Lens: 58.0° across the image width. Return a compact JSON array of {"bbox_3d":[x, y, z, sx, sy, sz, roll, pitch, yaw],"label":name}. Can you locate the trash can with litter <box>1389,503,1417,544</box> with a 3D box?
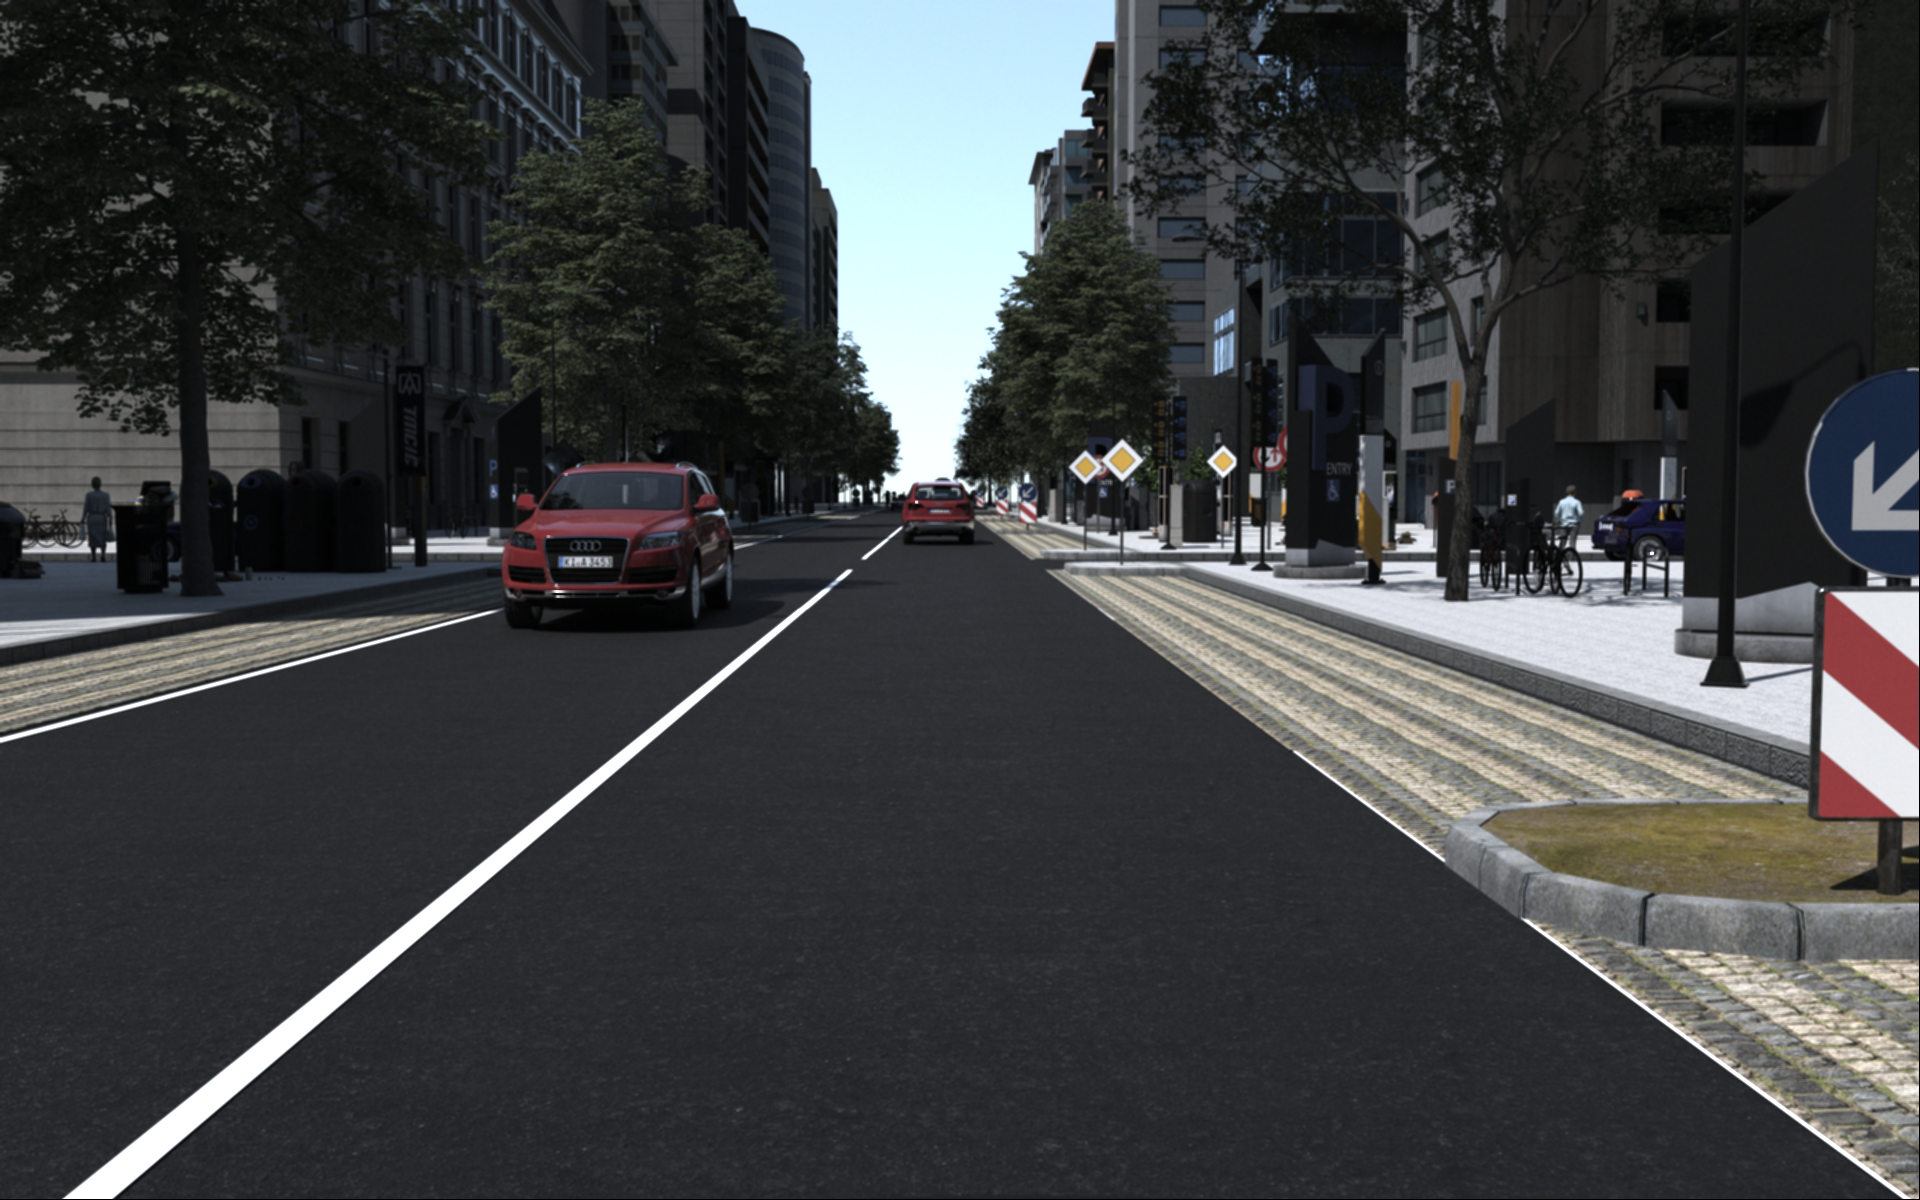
[{"bbox_3d":[11.184,-2.032,44.605,1.055,1.170,0.624,0,4,-6],"label":"trash can with litter"}]

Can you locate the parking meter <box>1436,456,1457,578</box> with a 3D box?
[{"bbox_3d":[7.550,-1.279,26.622,0.399,1.863,0.255,1,4,9],"label":"parking meter"}]

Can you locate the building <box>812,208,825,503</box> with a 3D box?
[{"bbox_3d":[-26.428,-34.139,241.759,14.154,41.232,14.086,0,4,-1],"label":"building"}]

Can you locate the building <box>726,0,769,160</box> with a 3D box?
[{"bbox_3d":[-30.391,-33.442,170.480,21.300,48.544,21.600,0,4,-1],"label":"building"}]

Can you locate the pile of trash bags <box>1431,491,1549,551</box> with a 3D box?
[{"bbox_3d":[12.132,-1.874,40.386,1.912,1.369,3.447,-1,4,-21],"label":"pile of trash bags"}]

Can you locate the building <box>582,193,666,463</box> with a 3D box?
[{"bbox_3d":[-23.298,-14.393,99.956,10.561,19.102,19.286,0,4,-1],"label":"building"}]

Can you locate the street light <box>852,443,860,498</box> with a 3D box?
[{"bbox_3d":[-9.827,-11.212,155.859,1.470,5.913,1.316,0,4,-1],"label":"street light"}]

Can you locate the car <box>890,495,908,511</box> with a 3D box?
[{"bbox_3d":[-5.186,-8.519,151.859,1.945,1.354,3.894,0,4,-1],"label":"car"}]

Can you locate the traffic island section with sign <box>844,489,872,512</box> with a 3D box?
[{"bbox_3d":[-8.254,-7.958,138.740,1.989,1.847,2.006,0,4,-1],"label":"traffic island section with sign"}]

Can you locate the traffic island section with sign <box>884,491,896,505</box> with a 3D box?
[{"bbox_3d":[-9.117,-13.038,221.797,1.989,1.847,2.006,0,4,-1],"label":"traffic island section with sign"}]

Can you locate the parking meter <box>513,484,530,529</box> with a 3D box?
[{"bbox_3d":[-10.353,-1.986,40.887,0.372,1.533,0.369,0,3,0],"label":"parking meter"}]

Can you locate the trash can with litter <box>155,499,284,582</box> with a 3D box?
[{"bbox_3d":[-11.384,-0.901,25.782,2.233,1.210,1.678,1,4,19],"label":"trash can with litter"}]

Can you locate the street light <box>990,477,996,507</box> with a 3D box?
[{"bbox_3d":[3.238,-9.665,130.566,1.470,5.913,1.316,0,4,-1],"label":"street light"}]

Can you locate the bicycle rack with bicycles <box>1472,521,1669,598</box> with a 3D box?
[{"bbox_3d":[7.953,-0.553,22.425,2.852,0.926,2.925,1,4,14],"label":"bicycle rack with bicycles"}]

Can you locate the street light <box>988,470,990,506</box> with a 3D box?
[{"bbox_3d":[3.238,-10.885,150.513,1.470,5.913,1.316,0,4,-1],"label":"street light"}]

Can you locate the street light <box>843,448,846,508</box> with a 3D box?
[{"bbox_3d":[-9.728,-10.004,136.101,1.470,5.913,1.316,0,4,-1],"label":"street light"}]

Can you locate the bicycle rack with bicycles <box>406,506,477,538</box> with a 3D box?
[{"bbox_3d":[-15.427,-2.282,50.699,2.852,0.926,2.925,0,4,-2],"label":"bicycle rack with bicycles"}]

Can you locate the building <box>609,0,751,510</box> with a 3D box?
[{"bbox_3d":[-28.533,-43.412,148.041,20.563,71.187,20.611,0,4,-1],"label":"building"}]

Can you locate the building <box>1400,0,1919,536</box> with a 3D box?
[{"bbox_3d":[23.051,-17.374,55.774,14.107,30.474,14.160,0,4,-1],"label":"building"}]

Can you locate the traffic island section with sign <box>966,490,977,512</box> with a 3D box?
[{"bbox_3d":[1.507,-7.975,139.013,1.989,1.847,2.006,0,4,-1],"label":"traffic island section with sign"}]

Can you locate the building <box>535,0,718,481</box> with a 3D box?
[{"bbox_3d":[-34.423,-26.552,126.011,32.217,40.220,23.993,0,4,-1],"label":"building"}]

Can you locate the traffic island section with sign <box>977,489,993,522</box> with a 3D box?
[{"bbox_3d":[2.024,-4.925,89.148,1.989,1.847,2.006,0,4,-1],"label":"traffic island section with sign"}]

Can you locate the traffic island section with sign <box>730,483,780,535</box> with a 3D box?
[{"bbox_3d":[-7.470,-3.249,61.742,1.989,1.847,2.006,0,4,-1],"label":"traffic island section with sign"}]

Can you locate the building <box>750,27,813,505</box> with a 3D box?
[{"bbox_3d":[-30.230,-41.393,218.767,21.231,58.520,28.212,0,4,-1],"label":"building"}]

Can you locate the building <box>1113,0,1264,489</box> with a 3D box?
[{"bbox_3d":[22.870,-36.488,138.577,21.231,58.520,28.212,0,4,-1],"label":"building"}]

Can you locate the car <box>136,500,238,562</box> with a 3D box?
[{"bbox_3d":[-14.793,-1.402,35.501,3.894,1.354,1.945,0,4,-1],"label":"car"}]

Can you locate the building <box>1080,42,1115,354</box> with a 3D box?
[{"bbox_3d":[23.140,-31.385,167.770,22.147,44.769,28.867,0,4,-1],"label":"building"}]

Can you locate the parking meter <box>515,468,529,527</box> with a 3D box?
[{"bbox_3d":[-9.692,-1.995,38.333,0.255,1.863,0.399,-1,4,-21],"label":"parking meter"}]

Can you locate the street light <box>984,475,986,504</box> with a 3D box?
[{"bbox_3d":[2.889,-12.093,170.268,1.470,5.913,1.316,0,4,-1],"label":"street light"}]

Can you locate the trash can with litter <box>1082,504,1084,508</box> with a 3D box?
[{"bbox_3d":[5.010,-3.161,63.068,1.055,1.170,0.624,-1,4,-13],"label":"trash can with litter"}]

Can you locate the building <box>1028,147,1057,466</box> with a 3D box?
[{"bbox_3d":[25.147,-40.982,259.285,28.713,52.752,27.495,0,4,-1],"label":"building"}]

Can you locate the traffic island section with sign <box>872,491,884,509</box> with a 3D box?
[{"bbox_3d":[-8.535,-9.606,165.693,1.989,1.847,2.006,0,4,-1],"label":"traffic island section with sign"}]

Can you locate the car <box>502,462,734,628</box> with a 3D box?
[{"bbox_3d":[-3.865,-0.707,20.237,2.281,1.827,5.304,0,4,-1],"label":"car"}]

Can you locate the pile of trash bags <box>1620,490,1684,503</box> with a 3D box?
[{"bbox_3d":[16.784,-1.935,41.397,3.447,1.369,1.912,-3,5,-42],"label":"pile of trash bags"}]

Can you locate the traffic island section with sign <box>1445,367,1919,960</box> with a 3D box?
[{"bbox_3d":[2.873,0.147,6.232,1.989,1.847,2.006,0,4,-1],"label":"traffic island section with sign"}]

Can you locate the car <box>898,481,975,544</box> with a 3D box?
[{"bbox_3d":[-0.674,-2.576,50.787,2.281,1.827,5.304,0,4,-3],"label":"car"}]

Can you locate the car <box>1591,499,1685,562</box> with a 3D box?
[{"bbox_3d":[15.130,-1.404,35.539,3.894,1.354,1.945,0,4,0],"label":"car"}]

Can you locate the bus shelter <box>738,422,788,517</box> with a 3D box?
[{"bbox_3d":[-11.330,-7.429,99.089,2.179,5.291,8.768,0,4,-1],"label":"bus shelter"}]

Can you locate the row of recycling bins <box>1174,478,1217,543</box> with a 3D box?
[{"bbox_3d":[6.346,-2.444,47.076,1.069,1.692,3.534,0,4,-1],"label":"row of recycling bins"}]

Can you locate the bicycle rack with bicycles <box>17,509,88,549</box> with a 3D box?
[{"bbox_3d":[-22.050,-1.701,41.186,2.852,0.926,2.925,3,5,41],"label":"bicycle rack with bicycles"}]

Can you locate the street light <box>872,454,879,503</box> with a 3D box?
[{"bbox_3d":[-10.325,-13.828,198.635,1.470,5.913,1.316,0,4,-1],"label":"street light"}]

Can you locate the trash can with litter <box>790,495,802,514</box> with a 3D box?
[{"bbox_3d":[-10.528,-6.242,113.113,1.678,1.210,2.233,0,3,0],"label":"trash can with litter"}]

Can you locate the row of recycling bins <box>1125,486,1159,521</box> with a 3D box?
[{"bbox_3d":[7.892,-4.642,83.002,3.534,1.692,1.069,2,4,29],"label":"row of recycling bins"}]

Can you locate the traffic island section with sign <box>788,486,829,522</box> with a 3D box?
[{"bbox_3d":[-7.744,-4.911,88.917,1.989,1.847,2.006,0,4,-1],"label":"traffic island section with sign"}]

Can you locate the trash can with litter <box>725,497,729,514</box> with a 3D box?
[{"bbox_3d":[-11.027,-4.101,78.442,1.055,1.170,0.624,-2,4,-28],"label":"trash can with litter"}]

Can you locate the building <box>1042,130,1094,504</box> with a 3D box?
[{"bbox_3d":[22.367,-37.286,229.238,23.786,49.044,30.456,0,4,-1],"label":"building"}]

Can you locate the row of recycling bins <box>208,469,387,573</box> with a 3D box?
[{"bbox_3d":[-11.179,-1.319,28.679,3.534,1.692,1.069,1,4,9],"label":"row of recycling bins"}]

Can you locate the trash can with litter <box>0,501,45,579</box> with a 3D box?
[{"bbox_3d":[-14.412,-0.923,26.473,1.055,1.170,0.624,2,4,27],"label":"trash can with litter"}]

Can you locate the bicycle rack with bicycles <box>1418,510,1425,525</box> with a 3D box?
[{"bbox_3d":[21.023,-3.632,72.763,2.925,0.926,2.852,2,4,31],"label":"bicycle rack with bicycles"}]

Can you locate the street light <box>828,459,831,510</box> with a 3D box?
[{"bbox_3d":[-9.472,-8.774,115.989,1.470,5.913,1.316,0,4,-1],"label":"street light"}]

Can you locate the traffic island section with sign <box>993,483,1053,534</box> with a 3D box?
[{"bbox_3d":[2.295,-3.276,62.195,1.989,1.847,2.006,0,4,-1],"label":"traffic island section with sign"}]

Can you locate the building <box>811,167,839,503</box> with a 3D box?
[{"bbox_3d":[-29.548,-38.891,259.572,21.300,48.544,21.600,0,4,-1],"label":"building"}]

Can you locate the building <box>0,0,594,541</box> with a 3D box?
[{"bbox_3d":[-26.701,-17.828,67.901,17.030,29.872,44.131,0,4,-1],"label":"building"}]

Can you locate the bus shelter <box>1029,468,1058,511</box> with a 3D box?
[{"bbox_3d":[5.357,-7.186,111.417,2.014,3.302,5.546,0,4,0],"label":"bus shelter"}]

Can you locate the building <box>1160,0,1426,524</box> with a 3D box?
[{"bbox_3d":[23.236,-47.405,87.742,22.319,86.520,31.000,0,4,-1],"label":"building"}]

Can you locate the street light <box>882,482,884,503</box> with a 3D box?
[{"bbox_3d":[-10.520,-15.037,218.391,1.470,5.913,1.316,0,4,-1],"label":"street light"}]
